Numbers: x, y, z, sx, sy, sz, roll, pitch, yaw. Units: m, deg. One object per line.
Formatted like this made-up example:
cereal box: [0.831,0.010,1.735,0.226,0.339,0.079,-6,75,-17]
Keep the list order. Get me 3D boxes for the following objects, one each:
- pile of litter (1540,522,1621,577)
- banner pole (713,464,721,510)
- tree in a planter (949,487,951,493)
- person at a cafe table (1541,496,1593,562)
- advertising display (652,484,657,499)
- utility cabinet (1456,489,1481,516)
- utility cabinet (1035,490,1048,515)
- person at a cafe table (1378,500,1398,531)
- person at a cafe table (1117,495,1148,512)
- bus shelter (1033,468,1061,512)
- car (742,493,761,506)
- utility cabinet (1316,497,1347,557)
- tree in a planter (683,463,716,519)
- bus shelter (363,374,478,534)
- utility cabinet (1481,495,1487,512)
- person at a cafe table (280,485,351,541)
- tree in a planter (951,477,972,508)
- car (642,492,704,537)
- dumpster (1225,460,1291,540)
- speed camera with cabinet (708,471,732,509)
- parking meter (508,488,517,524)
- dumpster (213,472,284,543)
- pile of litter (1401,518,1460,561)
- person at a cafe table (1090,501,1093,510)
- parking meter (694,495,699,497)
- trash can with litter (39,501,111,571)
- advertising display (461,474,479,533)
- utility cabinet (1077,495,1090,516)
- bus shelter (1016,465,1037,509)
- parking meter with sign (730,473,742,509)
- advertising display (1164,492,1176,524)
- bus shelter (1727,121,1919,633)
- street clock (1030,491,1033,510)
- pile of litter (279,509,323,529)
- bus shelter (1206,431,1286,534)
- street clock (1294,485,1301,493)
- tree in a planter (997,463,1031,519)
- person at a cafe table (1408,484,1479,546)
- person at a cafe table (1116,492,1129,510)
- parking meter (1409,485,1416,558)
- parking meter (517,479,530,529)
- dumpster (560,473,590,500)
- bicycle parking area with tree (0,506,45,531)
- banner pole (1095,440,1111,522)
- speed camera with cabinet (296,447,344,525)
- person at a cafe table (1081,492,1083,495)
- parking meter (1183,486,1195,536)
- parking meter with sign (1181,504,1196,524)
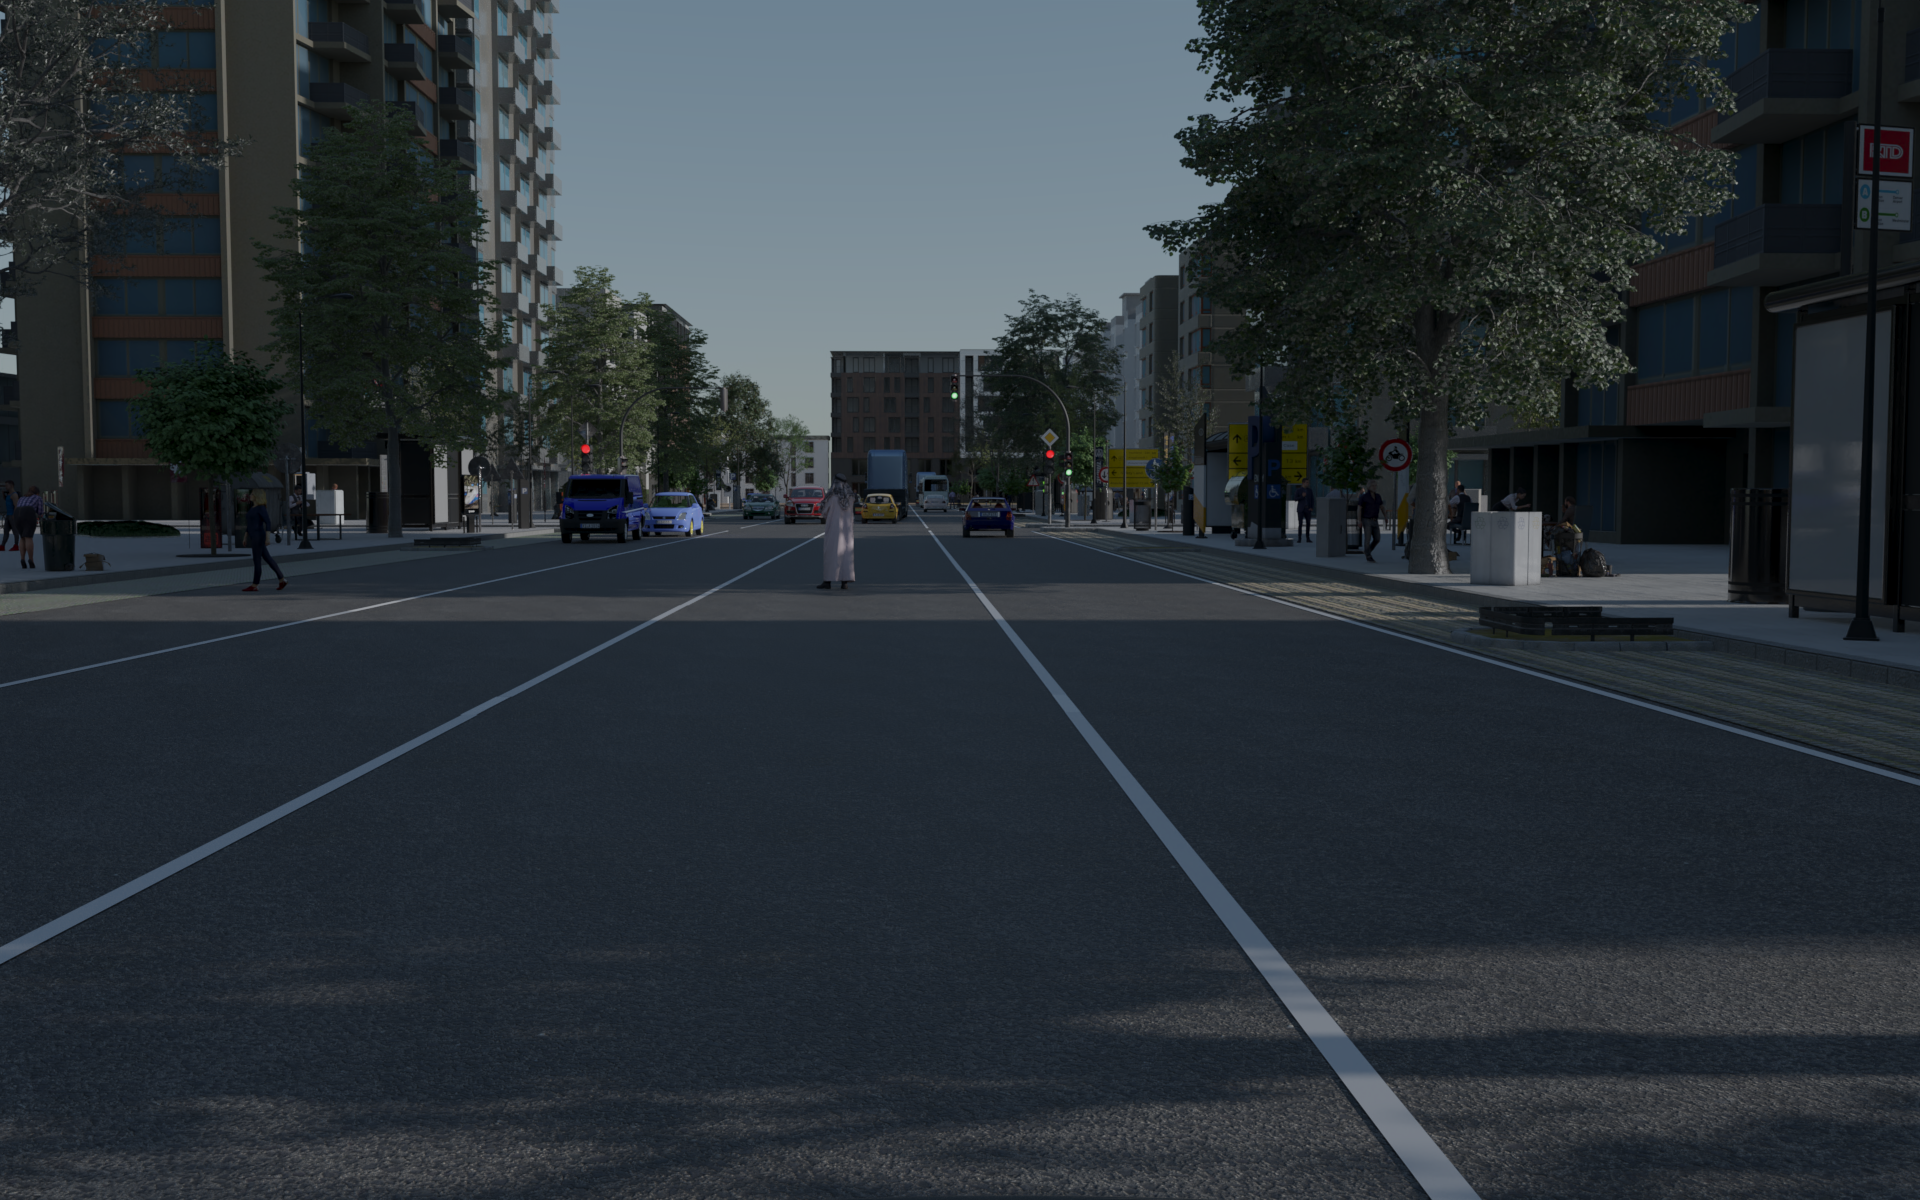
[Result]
pile of litter: [9.407,-0.801,27.055,1.719,0.858,1.176,2,4,23]
banner pole: [-20.188,-9.402,143.731,0.863,3.779,0.401,-2,4,-29]
tree in a planter: [-0.560,-12.578,202.869,1.991,3.239,1.994,0,4,-2]
person at a cafe table: [11.288,-1.362,33.128,1.698,1.238,1.726,-2,4,-26]
advertising display: [-20.540,-6.801,116.407,0.123,1.923,0.974,-2,4,-24]
utility cabinet: [22.518,-4.177,76.975,1.173,1.500,0.318,3,4,36]
utility cabinet: [5.065,-5.927,105.579,0.318,1.500,1.173,-3,4,-37]
person at a cafe table: [14.622,-3.064,60.957,1.698,1.238,1.726,0,4,3]
person at a cafe table: [12.020,-6.593,118.664,1.726,1.238,1.698,-1,4,-13]
bus shelter: [6.431,-8.063,125.756,2.014,3.302,5.546,0,4,-2]
car: [-16.498,-7.932,139.273,1.945,1.707,3.694,0,4,-4]
utility cabinet: [7.619,-1.489,35.509,0.306,1.237,1.020,2,4,32]
tree in a planter: [-14.917,-6.181,98.282,1.991,3.239,1.994,0,4,-2]
bus shelter: [-18.907,-5.071,60.537,2.179,5.291,8.768,0,4,-2]
utility cabinet: [23.737,-4.086,77.963,1.020,1.237,0.306,-1,4,-19]
person at a cafe table: [-18.205,-2.437,48.357,1.622,1.524,1.698,1,4,14]
tree in a planter: [0.359,-10.931,175.941,1.991,3.239,1.994,0,4,-2]
car: [-9.835,-3.037,59.252,1.945,1.707,3.694,0,4,0]
dumpster: [8.237,-2.777,47.899,1.502,2.255,1.985,0,4,-2]
speed camera with cabinet: [-20.608,-9.439,148.657,2.038,3.252,0.660,-1,4,-13]
parking meter: [-19.487,-4.098,75.420,0.372,1.533,0.369,0,3,0]
dumpster: [-18.233,-2.359,44.327,1.264,1.857,1.865,0,4,-2]
pile of litter: [9.188,-1.218,33.880,1.176,0.858,1.719,2,4,26]
person at a cafe table: [11.265,-7.927,140.460,1.698,1.238,1.726,1,4,10]
parking meter: [-22.408,-8.665,147.379,0.399,1.863,0.255,-1,4,-20]
trash can with litter: [-14.790,-1.074,28.950,1.055,1.170,0.624,-2,4,-24]
advertising display: [-16.143,-3.173,57.084,0.123,1.923,0.974,1,4,13]
utility cabinet: [7.279,-5.548,101.879,0.306,1.237,1.020,2,4,32]
bus shelter: [5.412,-9.335,143.915,1.731,3.624,6.357,0,4,-2]
parking meter with sign: [-18.721,-9.106,145.145,0.543,3.016,1.738,1,4,13]
advertising display: [9.196,-4.315,75.765,0.123,1.923,0.974,-1,4,-19]
bus shelter: [9.446,-2.371,16.397,2.179,5.291,8.768,0,4,-2]
street clock: [5.689,-8.097,136.951,0.471,2.002,0.358,2,4,26]
pile of litter: [-24.219,-3.032,63.531,1.719,0.858,1.176,-2,4,-32]
bus shelter: [8.759,-3.638,53.402,2.014,3.302,5.546,0,4,-2]
street clock: [14.426,-4.236,73.833,0.358,2.002,0.471,1,4,14]
tree in a planter: [2.996,-6.233,99.134,1.991,3.239,1.994,0,4,-2]
person at a cafe table: [12.397,-2.141,43.521,1.698,1.524,1.622,-1,4,-18]
person at a cafe table: [13.282,-8.269,143.716,1.698,1.524,1.622,-1,4,-14]
parking meter: [8.567,-1.460,32.279,0.372,1.533,0.369,0,3,0]
parking meter: [-16.109,-3.562,63.956,0.399,1.863,0.255,-2,4,-35]
dumpster: [-17.138,-4.626,78.131,1.502,2.255,1.985,0,4,-2]
bicycle parking area with tree: [-36.208,-4.352,58.150,8.231,4.147,9.016,1,4,18]
banner pole: [6.594,-5.531,80.441,0.863,3.779,0.401,2,4,30]
speed camera with cabinet: [-27.100,-4.823,73.194,2.038,3.252,0.660,1,4,16]
person at a cafe table: [10.676,-8.422,146.208,1.622,1.524,1.698,0,4,5]
parking meter: [7.065,-2.755,53.463,0.372,1.533,0.369,0,3,0]
parking meter with sign: [10.407,-4.798,74.703,1.738,3.016,0.543,0,4,7]
